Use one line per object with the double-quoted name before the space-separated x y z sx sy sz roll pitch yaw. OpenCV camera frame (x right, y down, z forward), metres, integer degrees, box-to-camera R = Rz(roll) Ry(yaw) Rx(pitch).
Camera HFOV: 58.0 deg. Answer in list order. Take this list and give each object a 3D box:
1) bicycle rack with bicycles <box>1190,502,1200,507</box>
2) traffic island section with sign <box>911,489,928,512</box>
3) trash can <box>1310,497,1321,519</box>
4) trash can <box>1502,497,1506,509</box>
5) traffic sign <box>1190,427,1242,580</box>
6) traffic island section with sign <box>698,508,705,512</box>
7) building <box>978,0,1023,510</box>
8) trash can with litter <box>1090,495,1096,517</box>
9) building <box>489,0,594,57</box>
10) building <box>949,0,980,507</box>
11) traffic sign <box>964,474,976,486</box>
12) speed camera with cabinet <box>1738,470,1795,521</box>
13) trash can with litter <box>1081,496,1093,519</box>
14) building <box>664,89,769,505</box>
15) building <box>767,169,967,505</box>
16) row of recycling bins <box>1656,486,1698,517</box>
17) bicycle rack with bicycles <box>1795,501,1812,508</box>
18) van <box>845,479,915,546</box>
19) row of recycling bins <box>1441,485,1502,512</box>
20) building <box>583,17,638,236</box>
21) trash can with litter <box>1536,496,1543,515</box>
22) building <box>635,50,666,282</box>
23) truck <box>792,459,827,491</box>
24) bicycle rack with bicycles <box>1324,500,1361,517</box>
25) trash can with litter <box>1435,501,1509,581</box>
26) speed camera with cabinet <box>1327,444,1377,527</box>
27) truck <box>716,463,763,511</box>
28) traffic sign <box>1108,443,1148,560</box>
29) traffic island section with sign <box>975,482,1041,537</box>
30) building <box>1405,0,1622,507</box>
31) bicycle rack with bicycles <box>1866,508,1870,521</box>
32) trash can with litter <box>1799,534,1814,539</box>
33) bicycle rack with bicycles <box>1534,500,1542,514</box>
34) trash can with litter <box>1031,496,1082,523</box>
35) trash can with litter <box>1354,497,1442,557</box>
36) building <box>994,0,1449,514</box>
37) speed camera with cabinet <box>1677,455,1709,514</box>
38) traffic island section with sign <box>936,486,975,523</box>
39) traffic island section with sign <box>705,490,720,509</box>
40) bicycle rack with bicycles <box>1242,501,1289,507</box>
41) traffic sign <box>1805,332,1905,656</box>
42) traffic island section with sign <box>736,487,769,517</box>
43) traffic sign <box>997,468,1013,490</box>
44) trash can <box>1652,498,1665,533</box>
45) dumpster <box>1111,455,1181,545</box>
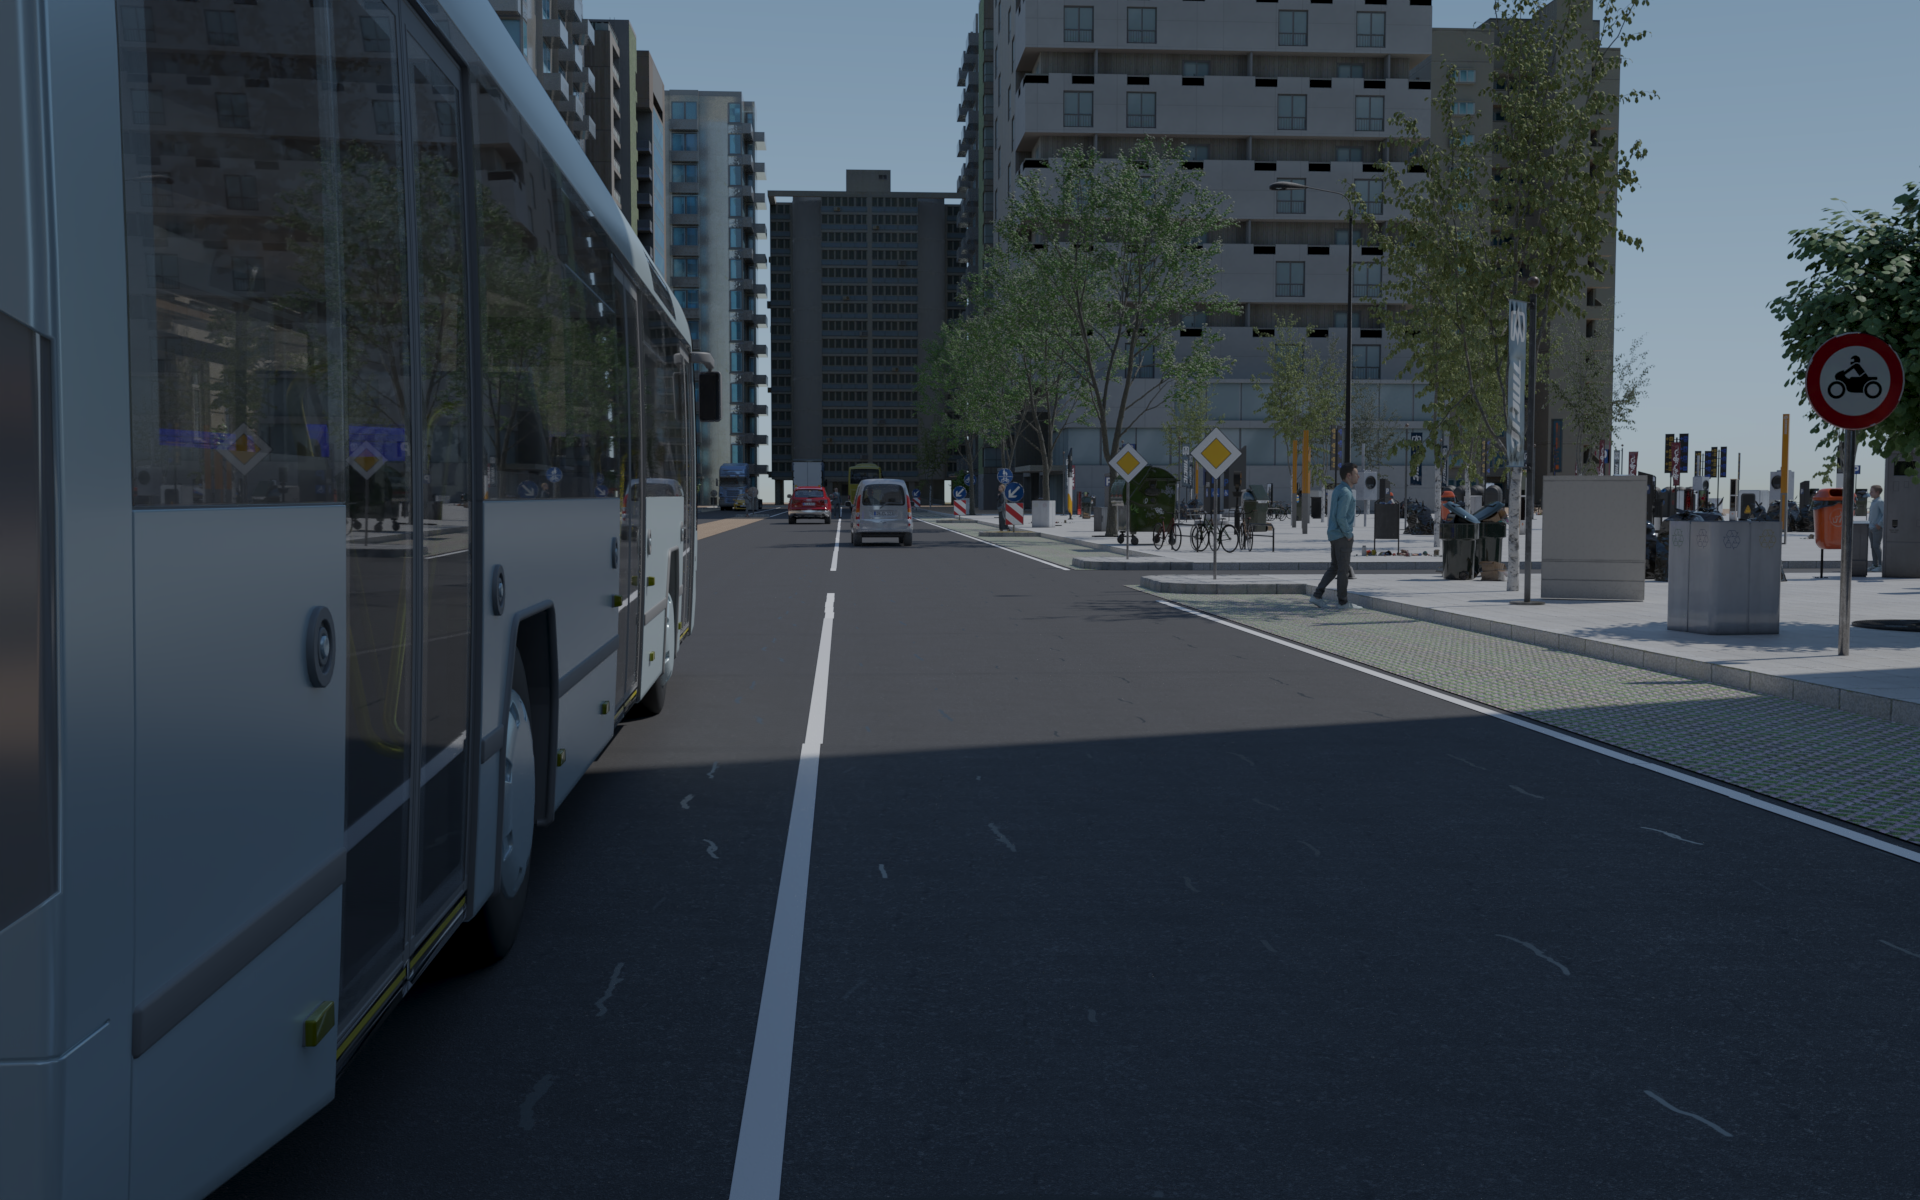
"bicycle rack with bicycles" 9.909 -4.027 79.227 2.852 0.926 2.925 3 5 42
"traffic island section with sign" -3.554 -7.759 135.486 1.989 1.847 2.006 0 4 -4
"trash can" 18.525 -4.784 89.868 0.748 1.137 0.748 0 3 0
"trash can" 26.317 -4.465 84.663 0.748 1.137 0.748 0 3 0
"traffic sign" 3.818 -1.362 25.916 0.795 2.450 0.064 0 4 -4
"traffic island section with sign" -21.098 -7.696 134.457 1.989 1.847 2.006 0 4 -4
"building" 8.411 -28.179 144.318 14.154 41.232 14.086 0 4 -4
"trash can with litter" 7.187 -5.204 96.150 1.678 1.210 2.233 -2 4 -34
"building" -37.964 -30.713 121.770 23.786 49.044 30.456 0 4 -4
"building" 11.273 -33.452 166.552 23.786 49.044 30.456 0 4 -4
"traffic sign" 0.636 -6.614 108.247 0.768 2.556 0.104 0 4 4
"speed camera with cabinet" 31.240 -4.452 67.127 0.660 3.252 2.038 -2 4 -29
"trash can with litter" 6.590 -4.775 89.461 0.624 1.170 1.055 0 4 0
"building" -38.034 -35.768 204.423 30.456 49.044 23.786 0 4 -4
"building" -11.111 -31.692 210.052 23.993 40.220 32.217 0 4 -4
"row of recycling bins" 41.019 -5.743 101.011 3.534 1.692 1.069 1 4 12
"bicycle rack with bicycles" 54.454 -5.840 108.863 2.925 0.926 2.852 -2 4 -32
"van" -2.254 -2.583 49.245 2.013 2.044 4.112 0 4 -5
"row of recycling bins" 23.866 -4.514 80.909 1.069 1.692 3.534 -2 4 -29
"building" -34.676 -28.191 144.510 14.154 41.232 14.086 0 4 -4
"trash can with litter" 35.598 -5.706 104.349 2.233 1.210 1.678 3 4 39
"building" -37.080 -31.942 172.358 14.200 45.320 14.600 0 4 -4
"truck" -12.622 -9.559 145.200 2.839 4.237 11.283 0 4 -3
"bicycle rack with bicycles" 20.670 -5.139 97.404 2.852 0.926 2.925 -3 4 -37
"trash can with litter" 7.702 -0.885 25.860 1.055 1.170 0.624 2 4 34
"speed camera with cabinet" 15.284 -4.471 67.431 2.038 3.252 0.660 -2 4 -29
"truck" -19.800 -10.224 156.921 2.967 4.110 18.799 0 4 -2
"traffic sign" 3.280 -1.850 33.883 0.795 2.450 0.064 0 4 -4
"traffic island section with sign" 1.647 -3.051 58.505 1.989 1.847 2.006 0 4 -4
"building" 54.072 -33.709 174.836 21.600 48.544 21.300 0 4 -4
"bicycle rack with bicycles" 45.322 -4.332 84.215 2.852 0.926 2.925 2 4 33
"trash can with litter" 24.902 -2.367 49.755 2.233 1.210 1.678 -1 4 -23
"bicycle rack with bicycles" 36.456 -5.826 108.635 2.852 0.926 2.925 -2 4 -31
"trash can with litter" 3.994 -3.972 76.007 2.233 1.210 1.678 -1 4 -8
"trash can with litter" 9.193 -1.515 35.832 2.233 1.210 1.678 2 4 28
"building" 16.855 -32.678 123.518 28.713 52.752 27.495 0 4 -4
"speed camera with cabinet" 37.306 -5.734 88.094 2.038 3.252 0.660 -3 4 -36
"traffic island section with sign" -0.170 -4.706 85.573 1.989 1.847 2.006 0 4 -4
"traffic island section with sign" -22.955 -9.376 161.924 1.989 1.847 2.006 0 4 -4
"bicycle rack with bicycles" 14.201 -4.215 82.292 2.925 0.926 2.852 -1 4 -19
"traffic sign" 7.029 -0.831 13.701 0.768 2.556 0.104 0 4 2
"traffic island section with sign" -12.912 -6.098 107.839 2.006 1.907 1.989 0 4 -4
"traffic sign" 2.236 -5.249 85.932 0.768 2.556 0.104 0 4 1
"trash can" 22.768 -2.768 56.916 0.748 1.137 0.748 0 3 0
"dumpster" 4.711 -2.536 43.953 1.502 2.255 1.985 0 4 -4
